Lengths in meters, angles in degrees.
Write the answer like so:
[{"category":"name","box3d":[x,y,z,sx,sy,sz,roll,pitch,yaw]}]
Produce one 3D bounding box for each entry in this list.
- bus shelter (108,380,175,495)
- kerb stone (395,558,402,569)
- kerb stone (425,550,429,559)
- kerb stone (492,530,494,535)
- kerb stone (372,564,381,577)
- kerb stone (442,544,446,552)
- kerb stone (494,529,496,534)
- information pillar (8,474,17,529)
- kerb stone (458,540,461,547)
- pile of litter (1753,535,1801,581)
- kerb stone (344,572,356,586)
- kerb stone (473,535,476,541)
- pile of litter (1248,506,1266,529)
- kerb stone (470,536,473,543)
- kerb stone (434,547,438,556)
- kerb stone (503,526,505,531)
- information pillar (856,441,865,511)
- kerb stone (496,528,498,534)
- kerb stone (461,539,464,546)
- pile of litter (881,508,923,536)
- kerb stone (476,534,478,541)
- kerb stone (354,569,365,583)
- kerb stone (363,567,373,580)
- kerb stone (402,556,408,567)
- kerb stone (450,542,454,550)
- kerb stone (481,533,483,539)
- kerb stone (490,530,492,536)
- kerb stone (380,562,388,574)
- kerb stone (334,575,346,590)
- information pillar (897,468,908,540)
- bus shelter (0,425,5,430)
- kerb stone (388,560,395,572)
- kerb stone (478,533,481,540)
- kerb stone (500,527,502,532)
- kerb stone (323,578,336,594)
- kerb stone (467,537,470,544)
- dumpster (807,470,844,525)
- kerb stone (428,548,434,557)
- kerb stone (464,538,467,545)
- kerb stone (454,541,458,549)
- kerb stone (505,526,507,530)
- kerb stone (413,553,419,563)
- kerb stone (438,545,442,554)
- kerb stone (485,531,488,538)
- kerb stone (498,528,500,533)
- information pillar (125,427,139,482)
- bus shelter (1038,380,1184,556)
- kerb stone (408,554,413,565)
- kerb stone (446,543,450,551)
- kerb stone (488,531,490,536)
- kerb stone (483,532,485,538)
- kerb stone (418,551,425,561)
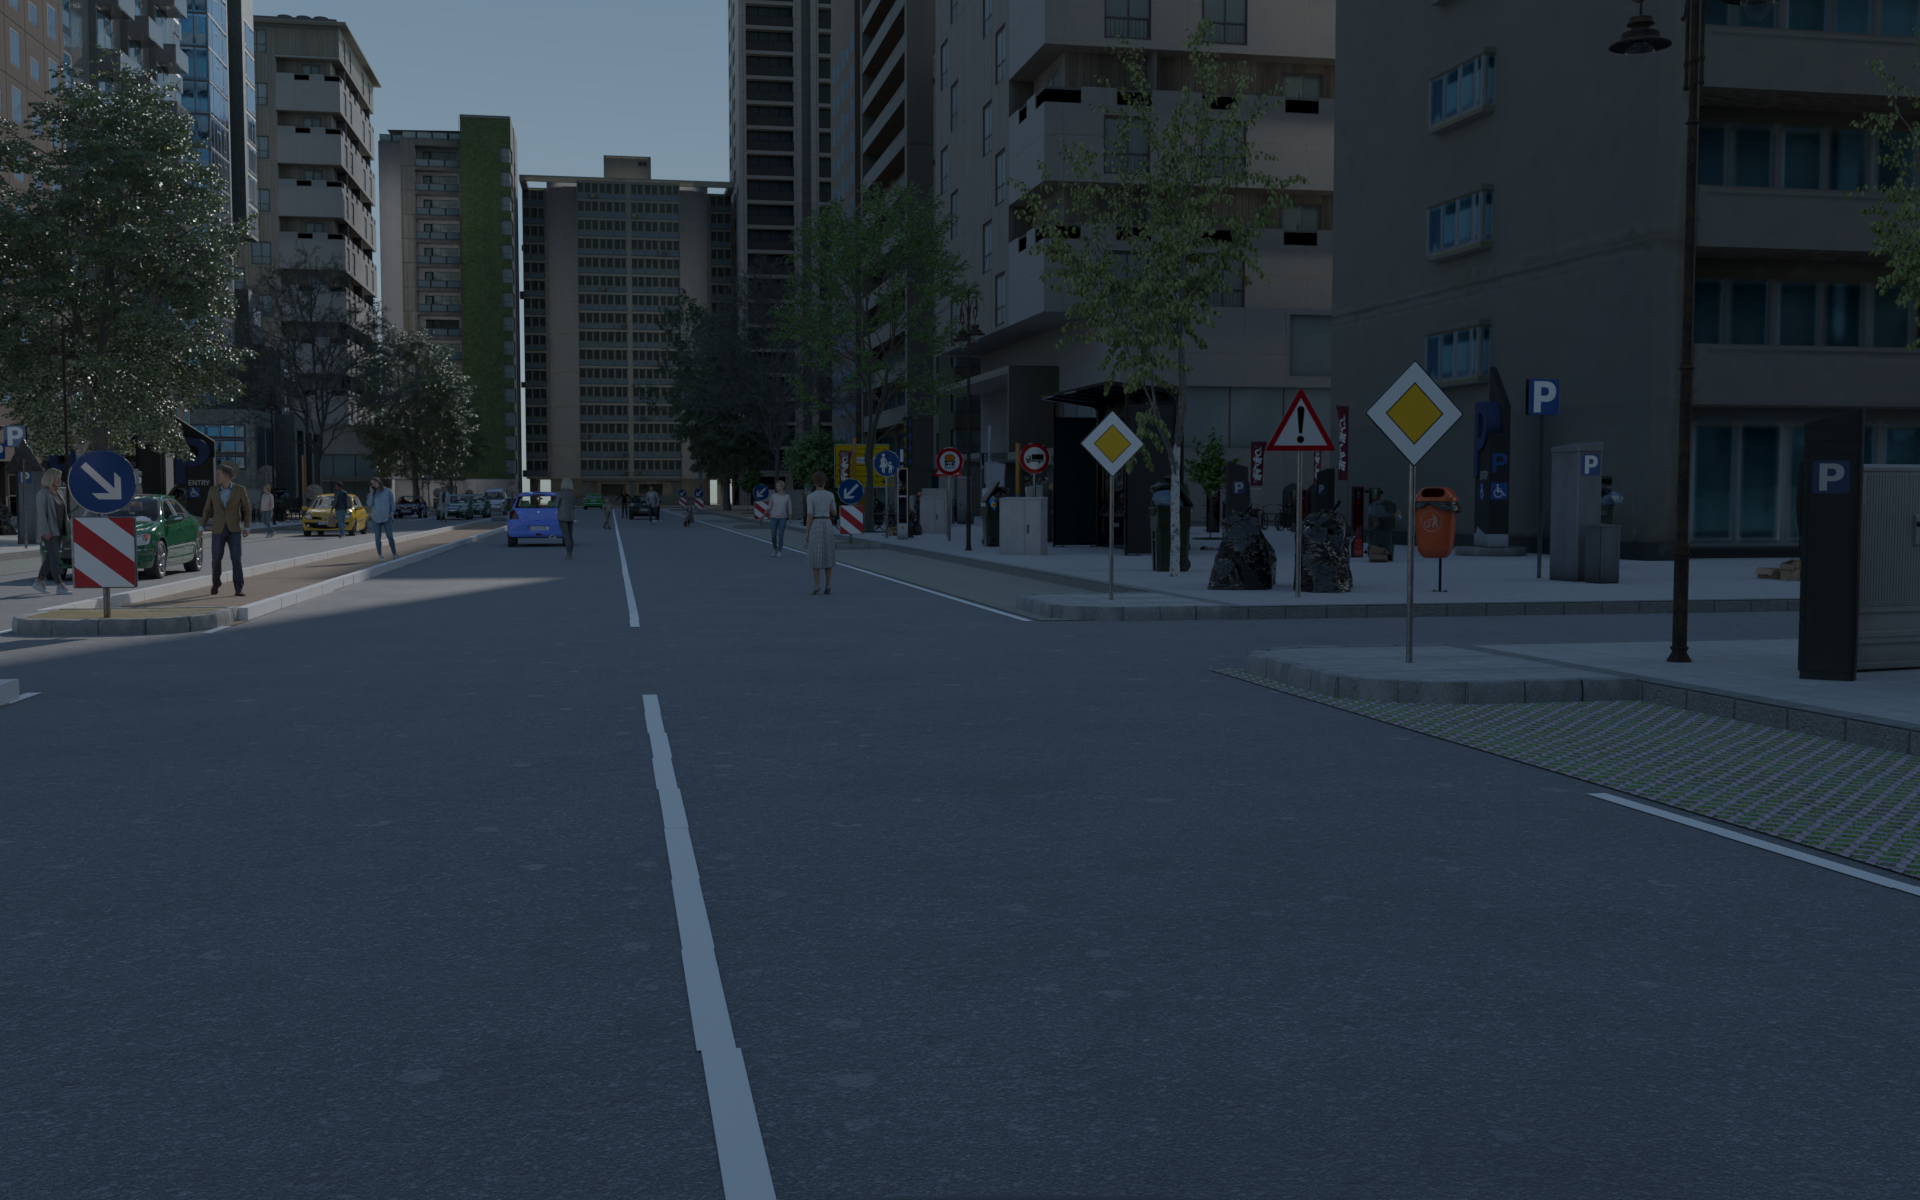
[{"category":"bus shelter","box3d":[-29.196,-5.181,62.335,2.179,5.291,8.768,-1,4,-11]},{"category":"kerb stone","box3d":[-10.848,-0.669,33.132,0.120,0.150,1.000,-1,4,-11]},{"category":"kerb stone","box3d":[-11.867,-0.977,38.162,0.120,0.150,1.000,-1,4,-11]},{"category":"kerb stone","box3d":[-16.139,-2.269,59.296,0.120,0.150,1.000,-1,4,-11]},{"category":"kerb stone","box3d":[-10.234,-0.484,30.114,0.120,0.150,1.000,-1,4,-11]},{"category":"kerb stone","box3d":[-12.679,-1.222,42.170,0.120,0.150,1.000,-1,4,-11]},{"category":"kerb stone","box3d":[-16.336,-2.329,60.309,0.120,0.150,1.000,-1,4,-11]},{"category":"information pillar","box3d":[-35.218,-3.671,64.509,0.304,2.012,0.304,-1,4,-11]},{"category":"kerb stone","box3d":[-13.495,-1.468,46.208,0.120,0.150,1.000,-1,4,-11]},{"category":"pile of litter","box3d":[12.574,-0.739,26.041,1.176,0.858,1.719,2,4,33]},{"category":"kerb stone","box3d":[-9.628,-0.299,27.086,0.120,0.150,1.000,-1,4,-11]},{"category":"kerb stone","box3d":[-14.510,-1.776,51.243,0.120,0.150,1.000,-1,4,-11]},{"category":"pile of litter","box3d":[10.675,-3.056,63.924,1.176,0.858,1.719,-1,4,-20]},{"category":"kerb stone","box3d":[-14.300,-1.715,50.235,0.120,0.150,1.000,-1,4,-11]},{"category":"kerb stone","box3d":[-12.268,-1.099,40.167,0.120,0.150,1.000,-1,4,-11]},{"category":"kerb stone","box3d":[-17.353,-2.639,65.335,0.120,0.150,1.000,-1,4,-11]},{"category":"information pillar","box3d":[-4.239,-4.958,72.416,0.504,3.616,0.183,-1,4,-19]},{"category":"kerb stone","box3d":[-16.548,-2.393,61.320,0.120,0.150,1.000,-1,4,-11]},{"category":"kerb stone","box3d":[-13.688,-1.530,47.215,0.120,0.150,1.000,-1,4,-11]},{"category":"pile of litter","box3d":[-1.833,-2.432,53.730,1.176,0.858,1.719,3,5,43]},{"category":"kerb stone","box3d":[-14.719,-1.837,52.249,0.120,0.150,1.000,-1,4,-11]},{"category":"kerb stone","box3d":[-9.823,-0.361,28.090,0.120,0.150,1.000,-1,4,-11]},{"category":"kerb stone","box3d":[-10.031,-0.422,29.103,0.120,0.150,1.000,-1,4,-11]},{"category":"kerb stone","box3d":[-11.049,-0.726,34.136,0.120,0.150,1.000,-1,4,-11]},{"category":"kerb stone","box3d":[-13.086,-1.345,44.190,0.120,0.150,1.000,-1,4,-11]},{"category":"kerb stone","box3d":[-15.114,-1.961,54.260,0.120,0.150,1.000,-1,4,-11]},{"category":"kerb stone","box3d":[-15.930,-2.208,58.293,0.120,0.150,1.000,-1,4,-11]},{"category":"kerb stone","box3d":[-10.443,-0.546,31.118,0.120,0.150,1.000,-1,4,-11]},{"category":"kerb stone","box3d":[-9.429,-0.237,26.075,0.120,0.150,1.000,-1,4,-11]},{"category":"information pillar","box3d":[-1.618,-2.704,48.706,0.304,2.012,0.304,0,4,-5]},{"category":"bus shelter","box3d":[-22.624,-2.657,37.371,2.014,3.302,5.546,-1,4,-11]},{"category":"kerb stone","box3d":[-10.645,-0.607,32.126,0.120,0.150,1.000,-1,4,-11]},{"category":"kerb stone","box3d":[-14.912,-1.900,53.257,0.120,0.150,1.000,-1,4,-11]},{"category":"kerb stone","box3d":[-16.948,-2.516,63.325,0.120,0.150,1.000,-1,4,-11]},{"category":"kerb stone","box3d":[-9.212,-0.176,25.076,0.120,0.150,1.000,-1,4,-11]},{"category":"kerb stone","box3d":[-14.099,-1.653,49.233,0.120,0.150,1.000,-1,4,-11]},{"category":"dumpster","box3d":[-5.500,-4.230,71.651,1.502,2.255,1.985,-1,4,-12]},{"category":"kerb stone","box3d":[-12.060,-1.038,39.166,0.120,0.150,1.000,-1,4,-11]},{"category":"kerb stone","box3d":[-13.894,-1.588,48.217,0.120,0.150,1.000,-1,4,-11]},{"category":"kerb stone","box3d":[-13.287,-1.402,45.208,0.120,0.150,1.000,-1,4,-11]},{"category":"kerb stone","box3d":[-17.551,-2.700,66.338,0.120,0.150,1.000,-1,4,-11]},{"category":"kerb stone","box3d":[-11.456,-0.854,36.159,0.120,0.150,1.000,-1,4,-11]},{"category":"kerb stone","box3d":[-12.476,-1.159,41.168,0.120,0.150,1.000,-1,4,-11]},{"category":"kerb stone","box3d":[-15.526,-2.084,56.269,0.120,0.150,1.000,-1,4,-11]},{"category":"kerb stone","box3d":[-16.742,-2.452,62.324,0.120,0.150,1.000,-1,4,-11]},{"category":"information pillar","box3d":[-27.329,-4.023,57.137,0.504,3.616,0.183,1,4,17]},{"category":"bus shelter","box3d":[3.331,-2.922,39.051,1.731,3.624,6.357,-1,4,-11]},{"category":"kerb stone","box3d":[-11.265,-0.790,35.154,0.120,0.150,1.000,-1,4,-11]},{"category":"kerb stone","box3d":[-12.883,-1.283,43.172,0.120,0.150,1.000,-1,4,-11]},{"category":"kerb stone","box3d":[-15.724,-2.146,57.289,0.120,0.150,1.000,-1,4,-11]},{"category":"kerb stone","box3d":[-15.325,-2.019,55.261,0.120,0.150,1.000,-1,4,-11]},{"category":"kerb stone","box3d":[-11.659,-0.915,37.161,0.120,0.150,1.000,-1,4,-11]}]
